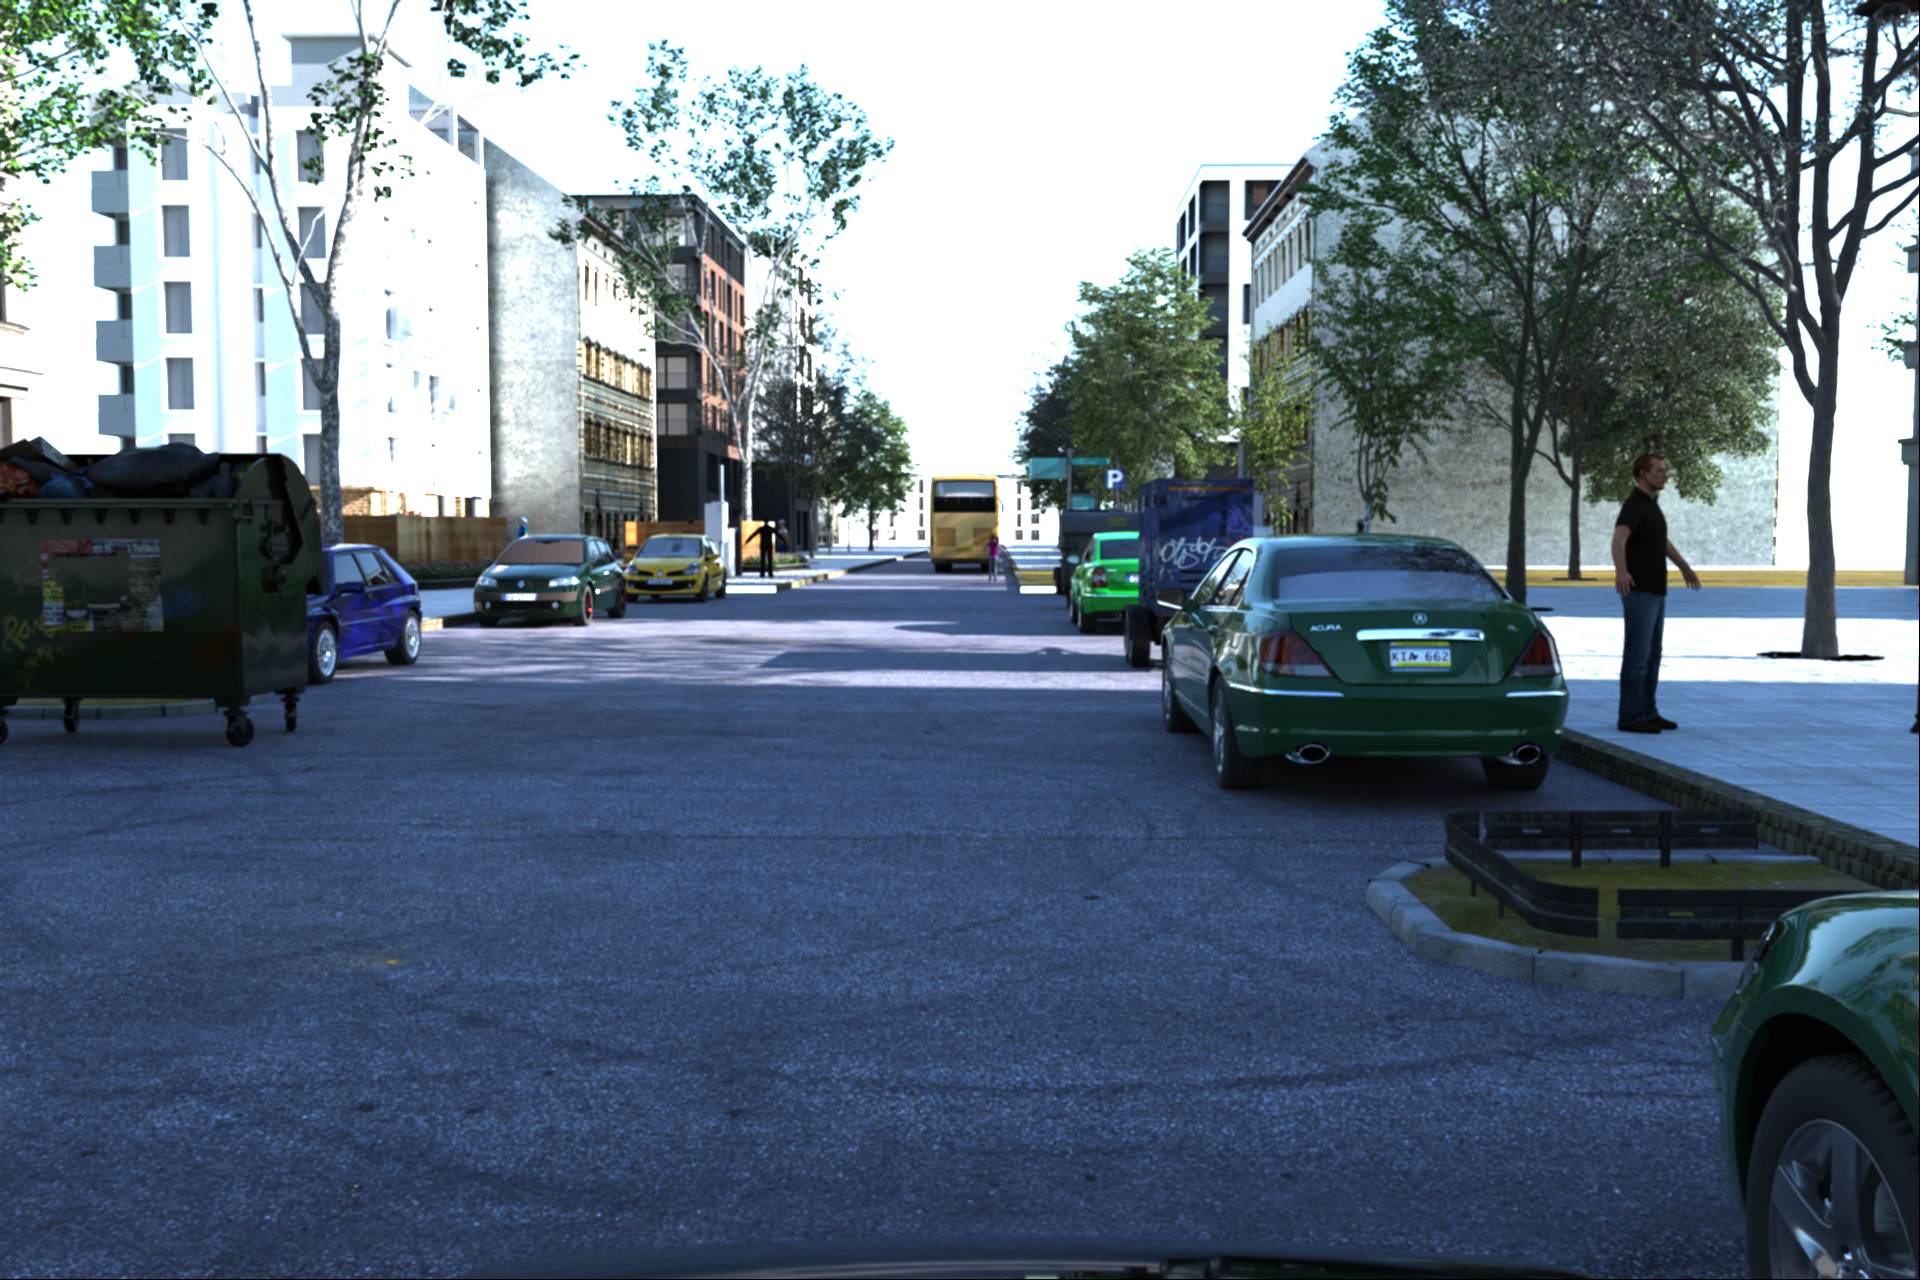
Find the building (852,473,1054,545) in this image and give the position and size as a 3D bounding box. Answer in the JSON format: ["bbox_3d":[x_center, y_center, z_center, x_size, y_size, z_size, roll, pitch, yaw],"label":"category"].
[{"bbox_3d":[-0.838,-17.904,237.334,28.070,9.664,9.099,0,4,-8],"label":"building"}]

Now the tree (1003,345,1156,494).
[{"bbox_3d":[7.857,-12.159,109.171,12.009,13.543,11.850,0,3,0],"label":"tree"}]

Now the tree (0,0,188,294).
[{"bbox_3d":[-12.821,-5.750,19.761,9.928,11.665,9.643,0,3,0],"label":"tree"}]

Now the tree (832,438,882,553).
[{"bbox_3d":[-7.795,-10.394,120.310,4.360,8.622,3.978,0,3,0],"label":"tree"}]

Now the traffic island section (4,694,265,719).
[{"bbox_3d":[-6.962,0.518,14.391,1.991,0.108,1.994,0,4,2],"label":"traffic island section"}]

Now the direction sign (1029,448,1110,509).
[{"bbox_3d":[3.396,-3.960,53.514,2.525,3.948,1.411,0,4,2],"label":"direction sign"}]

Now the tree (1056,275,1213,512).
[{"bbox_3d":[4.402,-6.091,49.958,4.360,8.622,3.978,0,3,0],"label":"tree"}]

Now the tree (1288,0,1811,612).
[{"bbox_3d":[9.531,-6.304,28.825,9.928,11.665,9.643,0,3,0],"label":"tree"}]

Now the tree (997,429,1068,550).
[{"bbox_3d":[8.262,-14.113,141.123,12.009,13.543,11.850,0,3,0],"label":"tree"}]

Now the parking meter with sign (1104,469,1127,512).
[{"bbox_3d":[4.115,-3.015,45.552,0.543,3.016,1.738,0,4,2],"label":"parking meter with sign"}]

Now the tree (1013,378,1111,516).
[{"bbox_3d":[7.392,-12.424,121.260,7.486,12.596,7.792,0,3,0],"label":"tree"}]

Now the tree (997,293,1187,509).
[{"bbox_3d":[6.963,-10.819,87.265,12.009,13.543,11.850,0,3,0],"label":"tree"}]

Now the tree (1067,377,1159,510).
[{"bbox_3d":[6.615,-7.817,78.173,4.737,8.622,4.395,0,3,0],"label":"tree"}]

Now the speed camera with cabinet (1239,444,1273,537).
[{"bbox_3d":[6.336,-2.634,37.401,0.660,3.252,2.038,0,4,2],"label":"speed camera with cabinet"}]

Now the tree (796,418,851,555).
[{"bbox_3d":[-8.401,-9.661,108.324,4.737,8.622,4.395,0,3,0],"label":"tree"}]

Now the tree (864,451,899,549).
[{"bbox_3d":[-6.876,-11.993,146.449,4.737,8.622,4.395,0,3,0],"label":"tree"}]

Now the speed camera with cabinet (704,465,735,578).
[{"bbox_3d":[-6.982,-3.422,50.279,0.660,3.252,2.038,0,4,2],"label":"speed camera with cabinet"}]

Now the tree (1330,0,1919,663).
[{"bbox_3d":[8.797,-6.557,17.583,12.009,13.543,11.850,0,3,0],"label":"tree"}]

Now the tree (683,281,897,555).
[{"bbox_3d":[-8.150,-10.626,84.098,12.009,13.543,11.850,0,3,0],"label":"tree"}]

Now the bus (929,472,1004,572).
[{"bbox_3d":[0.303,-4.678,68.030,2.896,3.916,12.252,0,4,1],"label":"bus"}]

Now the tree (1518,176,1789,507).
[{"bbox_3d":[24.316,-9.426,60.764,9.857,13.997,8.962,0,3,0],"label":"tree"}]

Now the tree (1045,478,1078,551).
[{"bbox_3d":[7.636,-10.981,129.900,4.737,8.622,4.395,0,3,0],"label":"tree"}]

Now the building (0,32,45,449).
[{"bbox_3d":[-29.487,-10.744,25.627,10.553,20.879,40.483,0,4,2],"label":"building"}]

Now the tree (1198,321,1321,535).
[{"bbox_3d":[10.475,-6.646,59.023,4.737,8.622,4.395,0,3,0],"label":"tree"}]

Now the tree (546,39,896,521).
[{"bbox_3d":[-9.214,-12.934,67.363,12.611,20.169,13.585,0,3,0],"label":"tree"}]

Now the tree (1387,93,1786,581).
[{"bbox_3d":[17.003,-8.410,47.866,12.009,13.543,11.850,0,3,0],"label":"tree"}]

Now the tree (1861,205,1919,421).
[{"bbox_3d":[28.300,-7.375,46.331,9.928,11.665,9.643,0,3,0],"label":"tree"}]

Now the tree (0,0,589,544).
[{"bbox_3d":[-12.811,-10.869,33.606,12.611,20.169,13.585,0,3,0],"label":"tree"}]

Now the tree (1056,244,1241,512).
[{"bbox_3d":[7.384,-9.162,67.920,7.486,12.596,7.792,0,3,0],"label":"tree"}]

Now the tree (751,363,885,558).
[{"bbox_3d":[-7.929,-9.753,93.876,8.767,10.594,7.601,1,4,12],"label":"tree"}]

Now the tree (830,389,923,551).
[{"bbox_3d":[-6.566,-13.272,135.131,7.486,12.596,7.792,0,3,0],"label":"tree"}]

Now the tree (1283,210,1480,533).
[{"bbox_3d":[9.577,-5.456,39.564,4.737,8.622,4.395,0,3,0],"label":"tree"}]
